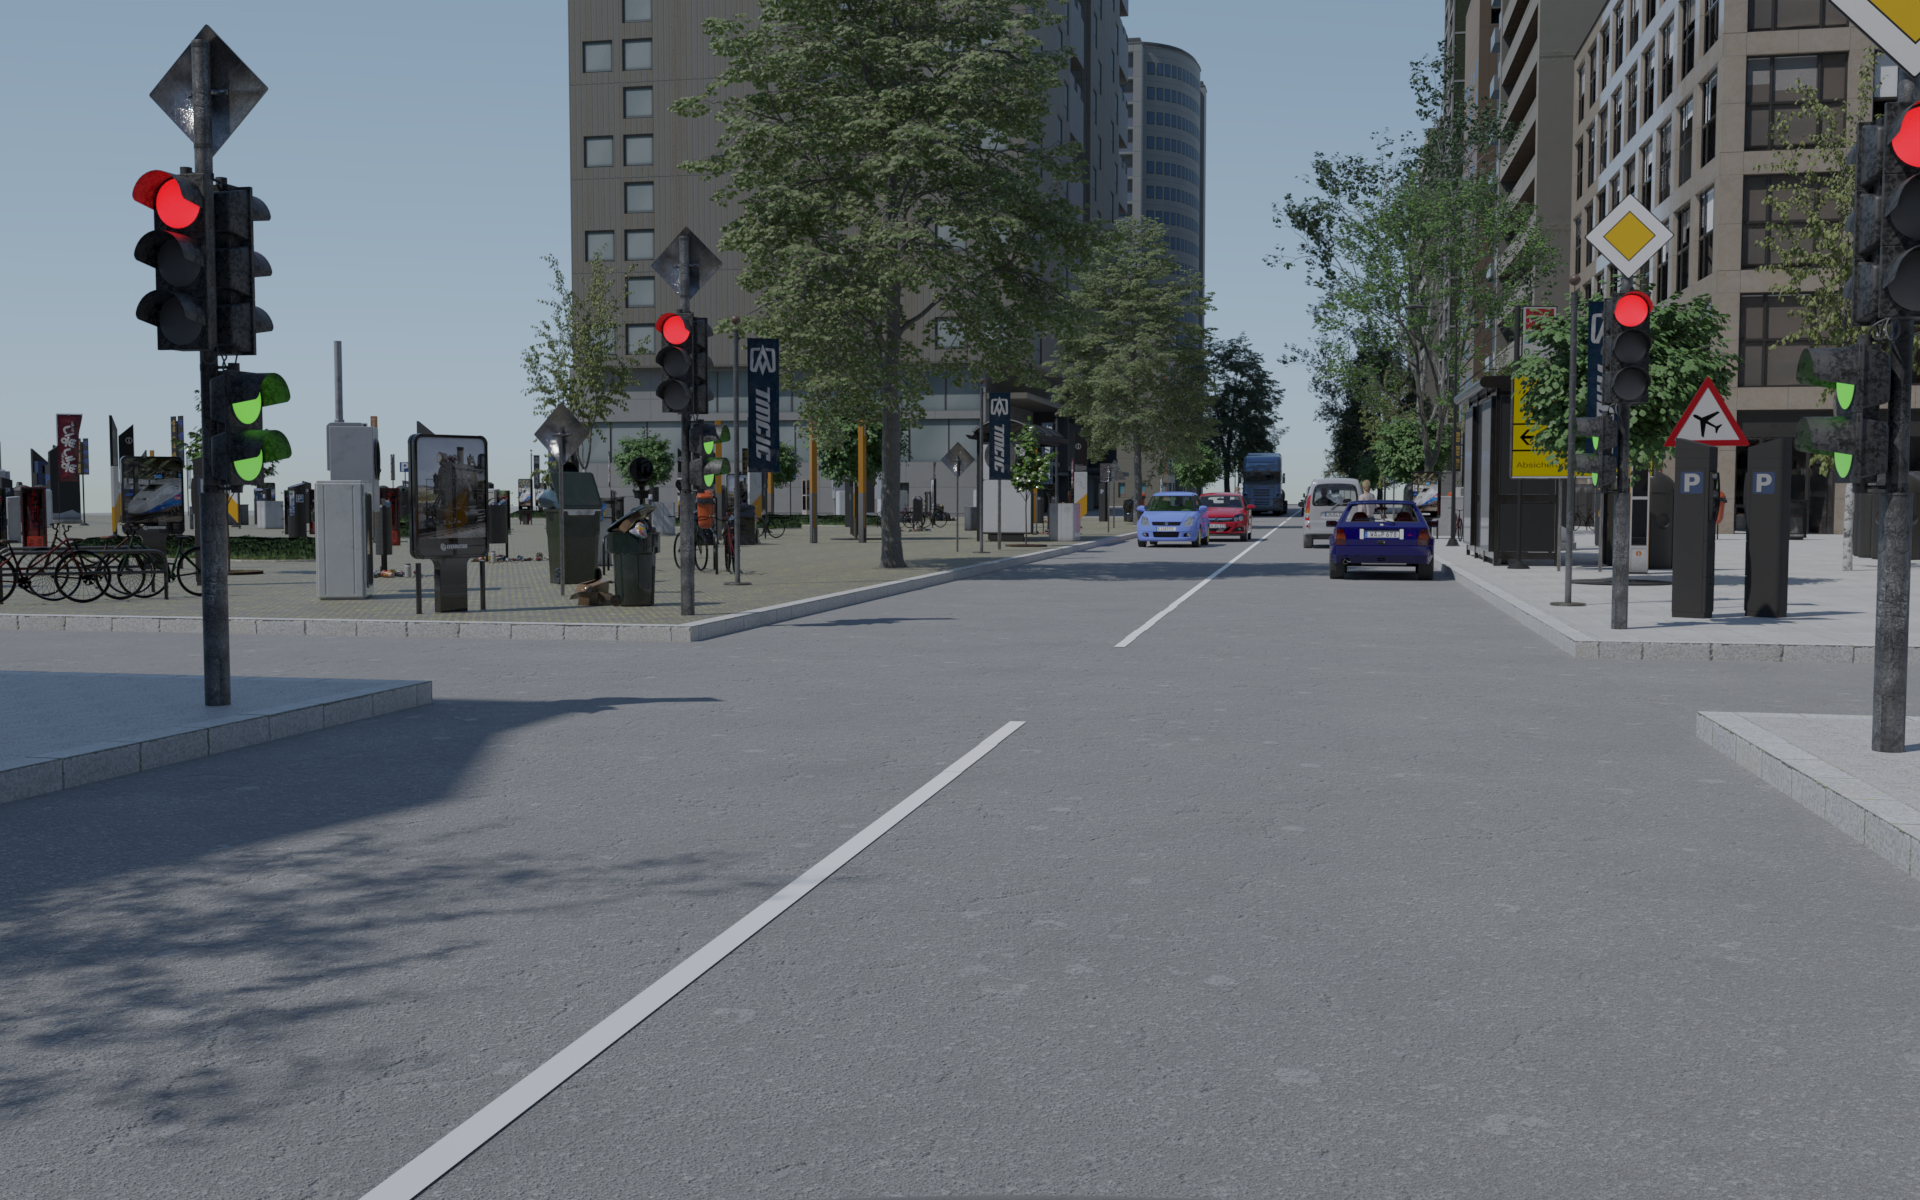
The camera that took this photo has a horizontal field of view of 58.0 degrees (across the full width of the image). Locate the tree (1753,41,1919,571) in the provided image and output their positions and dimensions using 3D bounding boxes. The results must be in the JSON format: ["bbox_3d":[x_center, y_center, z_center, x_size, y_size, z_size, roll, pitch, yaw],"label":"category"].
[{"bbox_3d":[15.046,-4.791,28.701,4.737,8.622,4.395,0,3,0],"label":"tree"}]

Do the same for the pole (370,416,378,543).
[{"bbox_3d":[-15.300,-3.148,45.312,0.158,3.312,0.155,0,3,0],"label":"pole"}]

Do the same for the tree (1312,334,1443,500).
[{"bbox_3d":[30.203,-12.680,124.320,9.611,12.733,9.660,0,3,0],"label":"tree"}]

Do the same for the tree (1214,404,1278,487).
[{"bbox_3d":[27.254,-14.287,168.008,7.601,10.594,8.767,0,4,1],"label":"tree"}]

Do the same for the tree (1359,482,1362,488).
[{"bbox_3d":[40.207,-11.039,175.085,1.663,3.219,1.824,0,3,0],"label":"tree"}]

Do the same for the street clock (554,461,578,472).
[{"bbox_3d":[-8.736,-2.073,38.472,0.471,2.002,0.358,-2,4,-31],"label":"street clock"}]

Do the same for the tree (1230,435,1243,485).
[{"bbox_3d":[30.174,-14.270,183.675,4.737,8.622,4.395,0,3,0],"label":"tree"}]

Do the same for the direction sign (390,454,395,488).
[{"bbox_3d":[-32.193,-6.505,98.353,0.379,3.537,0.876,-2,4,-31],"label":"direction sign"}]

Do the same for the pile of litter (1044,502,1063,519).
[{"bbox_3d":[5.179,-4.573,88.741,1.719,0.858,1.176,2,4,32],"label":"pile of litter"}]

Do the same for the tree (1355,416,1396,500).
[{"bbox_3d":[16.787,-4.921,64.177,4.285,4.588,4.351,0,3,0],"label":"tree"}]

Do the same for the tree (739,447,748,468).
[{"bbox_3d":[-9.904,-6.554,90.874,4.285,4.588,4.351,0,3,0],"label":"tree"}]

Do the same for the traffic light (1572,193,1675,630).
[{"bbox_3d":[6.250,-1.678,16.354,0.839,4.253,0.868,1,4,12],"label":"traffic light"}]

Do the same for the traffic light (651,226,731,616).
[{"bbox_3d":[-2.868,-1.793,18.235,0.839,4.253,0.868,1,4,12],"label":"traffic light"}]

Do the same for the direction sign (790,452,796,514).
[{"bbox_3d":[-9.201,-6.239,94.006,0.876,3.537,0.379,3,5,44],"label":"direction sign"}]

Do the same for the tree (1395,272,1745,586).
[{"bbox_3d":[9.399,-2.506,24.694,4.285,4.588,4.351,0,3,0],"label":"tree"}]

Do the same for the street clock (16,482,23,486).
[{"bbox_3d":[-55.275,-5.949,101.834,0.471,2.002,0.358,3,5,44],"label":"street clock"}]

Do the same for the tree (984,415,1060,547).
[{"bbox_3d":[1.695,-2.905,42.101,1.663,3.219,1.824,0,3,0],"label":"tree"}]

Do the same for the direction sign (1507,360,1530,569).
[{"bbox_3d":[9.594,-2.303,29.645,0.379,3.537,0.876,2,4,29],"label":"direction sign"}]

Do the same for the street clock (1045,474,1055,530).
[{"bbox_3d":[3.238,-3.516,62.050,0.471,2.002,0.358,1,4,18],"label":"street clock"}]

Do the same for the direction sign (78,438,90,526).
[{"bbox_3d":[-35.617,-4.792,70.347,0.876,3.537,0.379,2,4,33],"label":"direction sign"}]

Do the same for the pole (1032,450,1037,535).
[{"bbox_3d":[2.340,-3.690,54.172,0.158,3.312,0.155,0,3,0],"label":"pole"}]

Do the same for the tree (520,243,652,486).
[{"bbox_3d":[-11.195,-6.179,51.384,4.737,8.622,4.395,0,3,0],"label":"tree"}]

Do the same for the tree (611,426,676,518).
[{"bbox_3d":[-15.206,-6.104,83.520,4.285,4.588,4.351,0,3,0],"label":"tree"}]

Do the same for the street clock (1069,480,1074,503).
[{"bbox_3d":[6.024,-5.356,92.133,0.358,2.002,0.471,-2,4,-35],"label":"street clock"}]

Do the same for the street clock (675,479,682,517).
[{"bbox_3d":[-13.819,-4.958,85.633,0.471,2.002,0.358,2,4,33],"label":"street clock"}]

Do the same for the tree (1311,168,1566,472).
[{"bbox_3d":[14.868,-7.861,54.283,9.928,11.665,9.643,0,3,0],"label":"tree"}]

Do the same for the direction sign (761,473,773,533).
[{"bbox_3d":[-6.400,-3.991,57.255,0.876,3.537,0.379,0,4,0],"label":"direction sign"}]

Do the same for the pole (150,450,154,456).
[{"bbox_3d":[-37.449,-5.292,80.363,0.158,3.312,0.155,0,3,0],"label":"pole"}]

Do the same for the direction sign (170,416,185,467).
[{"bbox_3d":[-22.684,-3.564,50.274,0.876,3.537,0.379,3,5,45],"label":"direction sign"}]

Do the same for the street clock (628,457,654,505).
[{"bbox_3d":[-6.244,-1.797,33.948,0.471,2.002,0.358,-1,4,-15],"label":"street clock"}]

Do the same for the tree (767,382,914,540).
[{"bbox_3d":[-3.021,-3.975,48.699,4.285,4.588,4.351,0,3,0],"label":"tree"}]

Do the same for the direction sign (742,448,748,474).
[{"bbox_3d":[-10.424,-5.725,85.603,0.379,3.537,0.876,3,5,41],"label":"direction sign"}]

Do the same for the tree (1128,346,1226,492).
[{"bbox_3d":[10.283,-8.372,87.242,4.360,8.622,3.978,0,3,0],"label":"tree"}]

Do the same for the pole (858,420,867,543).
[{"bbox_3d":[-2.558,-3.151,45.363,0.158,3.312,0.155,0,3,0],"label":"pole"}]

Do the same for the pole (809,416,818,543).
[{"bbox_3d":[-3.812,-3.131,45.038,0.158,3.312,0.155,0,3,0],"label":"pole"}]

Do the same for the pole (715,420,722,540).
[{"bbox_3d":[-6.674,-3.305,47.879,0.158,3.312,0.155,0,3,0],"label":"pole"}]

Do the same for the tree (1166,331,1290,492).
[{"bbox_3d":[20.672,-13.930,134.413,9.857,13.997,8.962,0,3,0],"label":"tree"}]

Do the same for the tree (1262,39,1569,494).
[{"bbox_3d":[19.574,-13.416,75.237,12.611,20.169,13.585,0,3,0],"label":"tree"}]

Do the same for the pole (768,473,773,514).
[{"bbox_3d":[-8.752,-5.266,79.937,0.158,3.312,0.155,0,3,0],"label":"pole"}]

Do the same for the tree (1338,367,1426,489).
[{"bbox_3d":[24.903,-9.183,100.506,4.737,8.622,4.395,0,3,0],"label":"tree"}]

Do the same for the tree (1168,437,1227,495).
[{"bbox_3d":[13.499,-7.059,99.136,4.285,4.588,4.351,0,3,0],"label":"tree"}]

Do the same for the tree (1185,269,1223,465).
[{"bbox_3d":[6.942,-9.373,71.376,7.486,12.596,7.792,0,3,0],"label":"tree"}]

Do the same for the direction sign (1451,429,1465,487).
[{"bbox_3d":[17.415,-4.159,59.995,0.876,3.537,0.379,3,5,40],"label":"direction sign"}]

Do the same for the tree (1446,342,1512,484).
[{"bbox_3d":[25.885,-8.206,84.530,4.737,8.622,4.395,0,3,0],"label":"tree"}]

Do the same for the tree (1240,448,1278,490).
[{"bbox_3d":[34.415,-15.472,203.334,4.360,8.622,3.978,0,3,0],"label":"tree"}]

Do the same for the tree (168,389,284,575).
[{"bbox_3d":[-11.641,-2.014,27.535,1.663,3.219,1.824,0,3,0],"label":"tree"}]

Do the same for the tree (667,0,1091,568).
[{"bbox_3d":[-1.023,-6.811,29.494,7.486,12.596,7.792,0,3,0],"label":"tree"}]

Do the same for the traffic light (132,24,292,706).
[{"bbox_3d":[-4.502,-1.315,10.419,0.839,4.253,0.868,1,4,12],"label":"traffic light"}]
